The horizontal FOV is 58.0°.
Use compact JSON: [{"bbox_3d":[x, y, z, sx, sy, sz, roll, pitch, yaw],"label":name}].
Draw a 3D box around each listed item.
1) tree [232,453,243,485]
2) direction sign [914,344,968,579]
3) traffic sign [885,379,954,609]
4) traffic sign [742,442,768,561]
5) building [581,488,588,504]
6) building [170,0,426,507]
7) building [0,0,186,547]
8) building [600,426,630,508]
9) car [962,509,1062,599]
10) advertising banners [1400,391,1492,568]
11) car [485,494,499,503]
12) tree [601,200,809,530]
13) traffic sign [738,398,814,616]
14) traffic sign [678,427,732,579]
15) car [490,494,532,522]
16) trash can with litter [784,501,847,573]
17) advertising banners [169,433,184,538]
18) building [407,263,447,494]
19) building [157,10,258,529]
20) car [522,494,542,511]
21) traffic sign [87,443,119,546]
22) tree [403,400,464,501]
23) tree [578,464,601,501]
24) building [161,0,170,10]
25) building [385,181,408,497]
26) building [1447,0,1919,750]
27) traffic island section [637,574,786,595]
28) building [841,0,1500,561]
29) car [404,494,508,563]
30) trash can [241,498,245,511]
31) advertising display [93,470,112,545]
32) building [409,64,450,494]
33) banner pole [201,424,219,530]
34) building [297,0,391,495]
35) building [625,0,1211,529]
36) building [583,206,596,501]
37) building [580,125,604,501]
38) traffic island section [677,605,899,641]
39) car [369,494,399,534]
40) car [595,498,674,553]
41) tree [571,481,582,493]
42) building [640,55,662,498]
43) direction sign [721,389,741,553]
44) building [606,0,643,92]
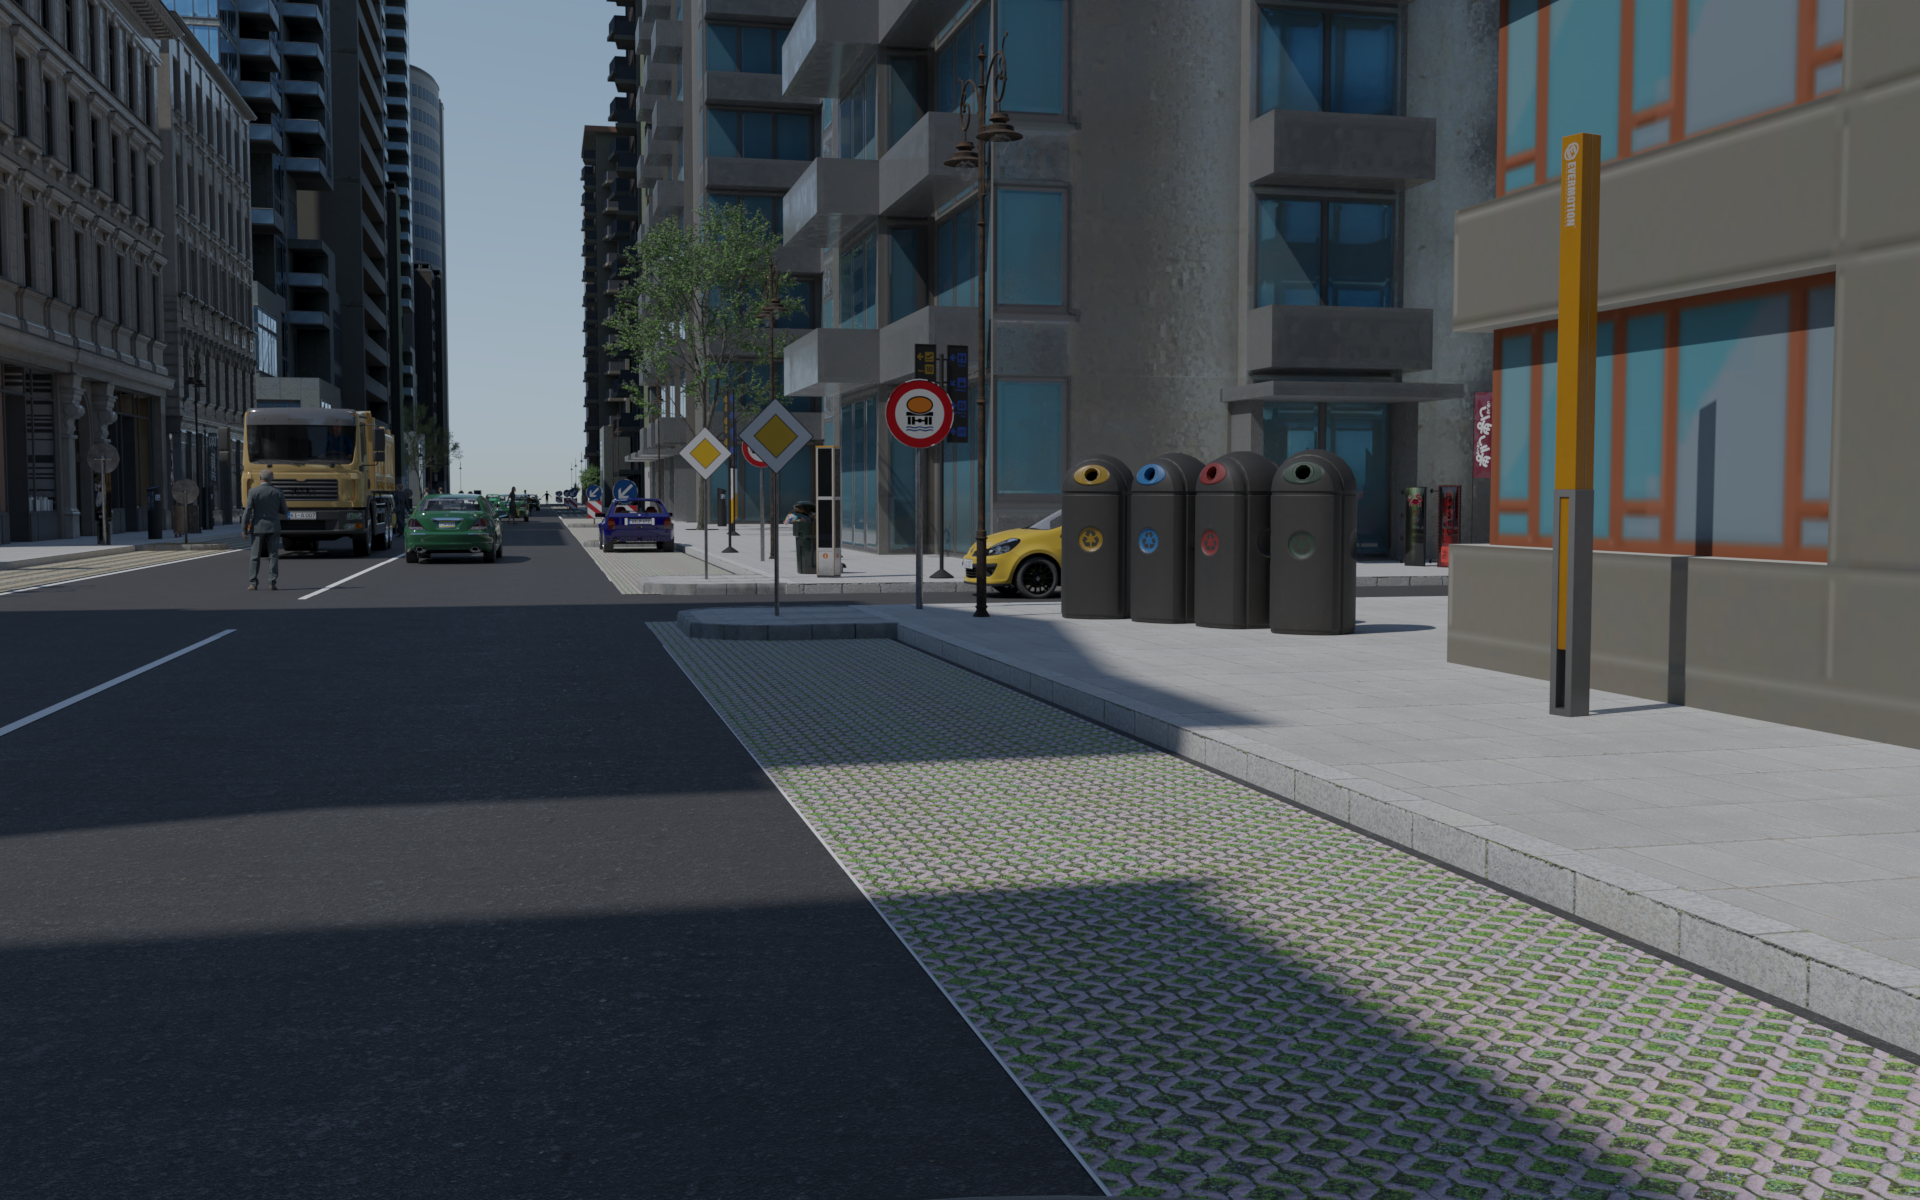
[{"bbox_3d":[-28.120,-4.570,69.321,1.663,3.219,1.824,0,3,0],"label":"tree"},{"bbox_3d":[-0.279,-2.099,26.316,0.876,3.537,0.379,-2,4,-24],"label":"direction sign"},{"bbox_3d":[-0.453,-1.171,19.256,0.768,2.556,0.104,-1,4,-8],"label":"traffic sign"},{"bbox_3d":[-3.767,-2.011,32.986,0.768,2.556,0.104,-1,4,-12],"label":"traffic sign"},{"bbox_3d":[-34.519,-33.061,232.427,32.217,40.220,23.993,-1,4,-14],"label":"building"},{"bbox_3d":[-70.213,-53.556,188.314,22.319,86.520,31.000,-1,4,-14],"label":"building"},{"bbox_3d":[-27.867,-11.633,41.105,10.553,20.767,40.483,-1,4,-14],"label":"building"},{"bbox_3d":[-21.523,-51.737,158.576,22.319,86.520,31.000,-1,4,-14],"label":"building"},{"bbox_3d":[2.018,-0.883,24.667,3.980,1.641,2.015,-1,4,-14],"label":"car"},{"bbox_3d":[8.489,-2.073,30.087,0.090,3.025,2.074,-2,4,-34],"label":"advertising banners"},{"bbox_3d":[-50.400,-10.883,186.732,1.959,1.807,4.718,-1,4,-12],"label":"car"},{"bbox_3d":[-9.034,-8.281,61.157,9.928,11.665,9.643,0,3,0],"label":"tree"},{"bbox_3d":[-1.934,-0.890,18.201,0.795,2.450,0.064,-1,4,-14],"label":"traffic sign"},{"bbox_3d":[-3.813,-1.365,25.963,0.795,2.450,0.064,-1,4,-14],"label":"traffic sign"},{"bbox_3d":[-23.384,-4.792,90.147,2.131,1.459,4.920,-1,4,-14],"label":"car"},{"bbox_3d":[-2.328,-1.022,28.103,0.624,1.170,1.055,2,4,29],"label":"trash can with litter"},{"bbox_3d":[-23.091,-3.353,51.013,0.090,3.025,2.074,-1,4,-16],"label":"advertising banners"},{"bbox_3d":[-71.057,-26.990,212.981,14.160,30.474,14.107,-1,4,-14],"label":"building"},{"bbox_3d":[-34.879,-13.507,69.988,9.793,20.994,18.267,-1,4,-14],"label":"building"},{"bbox_3d":[-37.133,-8.398,149.100,2.131,1.459,4.920,-1,4,-12],"label":"car"},{"bbox_3d":[-21.252,-2.622,42.968,0.768,2.556,0.104,0,4,-6],"label":"traffic sign"},{"bbox_3d":[-53.036,-14.428,170.311,8.767,10.594,7.601,-1,4,-13],"label":"tree"},{"bbox_3d":[-39.091,-12.289,184.632,4.285,4.588,4.351,0,3,0],"label":"tree"},{"bbox_3d":[-50.001,-48.535,106.214,22.319,86.520,31.000,-1,4,-14],"label":"building"},{"bbox_3d":[-56.814,-23.267,152.120,14.160,30.474,14.107,-1,4,-14],"label":"building"},{"bbox_3d":[20.546,-9.586,1.778,27.650,21.520,28.899,-1,4,-14],"label":"building"},{"bbox_3d":[-3.792,-0.230,26.045,2.009,0.180,2.903,-1,4,-14],"label":"traffic island section"},{"bbox_3d":[10.742,-25.879,42.723,30.456,49.044,23.786,-1,4,-14],"label":"building"},{"bbox_3d":[-10.924,-1.573,37.515,2.131,1.459,4.920,-1,4,-12],"label":"car"},{"bbox_3d":[-27.041,-3.327,66.055,0.748,1.137,0.748,0,3,0],"label":"trash can"},{"bbox_3d":[-21.692,-2.362,43.837,0.123,1.923,0.974,-3,5,-43],"label":"advertising display"},{"bbox_3d":[-80.561,-42.238,232.596,21.231,58.520,28.212,-1,4,-14],"label":"building"},{"bbox_3d":[-26.865,-4.408,62.089,0.401,3.779,0.863,1,4,16],"label":"banner pole"},{"bbox_3d":[-56.271,-31.160,133.160,21.300,48.544,21.600,-1,4,-14],"label":"building"},{"bbox_3d":[-4.465,-28.544,86.303,23.786,49.044,30.456,-1,4,-14],"label":"building"},{"bbox_3d":[-46.759,-36.651,249.347,14.600,45.320,14.200,-1,4,-14],"label":"building"},{"bbox_3d":[-33.384,-33.688,205.421,22.147,44.769,28.867,-1,4,-14],"label":"building"},{"bbox_3d":[-1.913,0.244,18.284,2.009,0.180,2.903,-1,4,-14],"label":"traffic island section"},{"bbox_3d":[-21.543,-3.276,63.793,2.015,1.641,3.980,-1,4,-14],"label":"car"},{"bbox_3d":[-8.162,-1.893,43.530,1.945,1.354,3.894,-1,4,-14],"label":"car"},{"bbox_3d":[-55.492,-15.612,249.855,1.663,3.219,1.824,0,3,0],"label":"tree"},{"bbox_3d":[-12.942,-20.619,108.814,14.160,30.474,14.107,-1,4,-14],"label":"building"},{"bbox_3d":[-5.027,-2.798,37.751,0.379,3.537,0.876,-1,4,-21],"label":"direction sign"},{"bbox_3d":[-14.844,-29.076,130.012,22.147,44.769,28.867,-1,4,-14],"label":"building"}]
